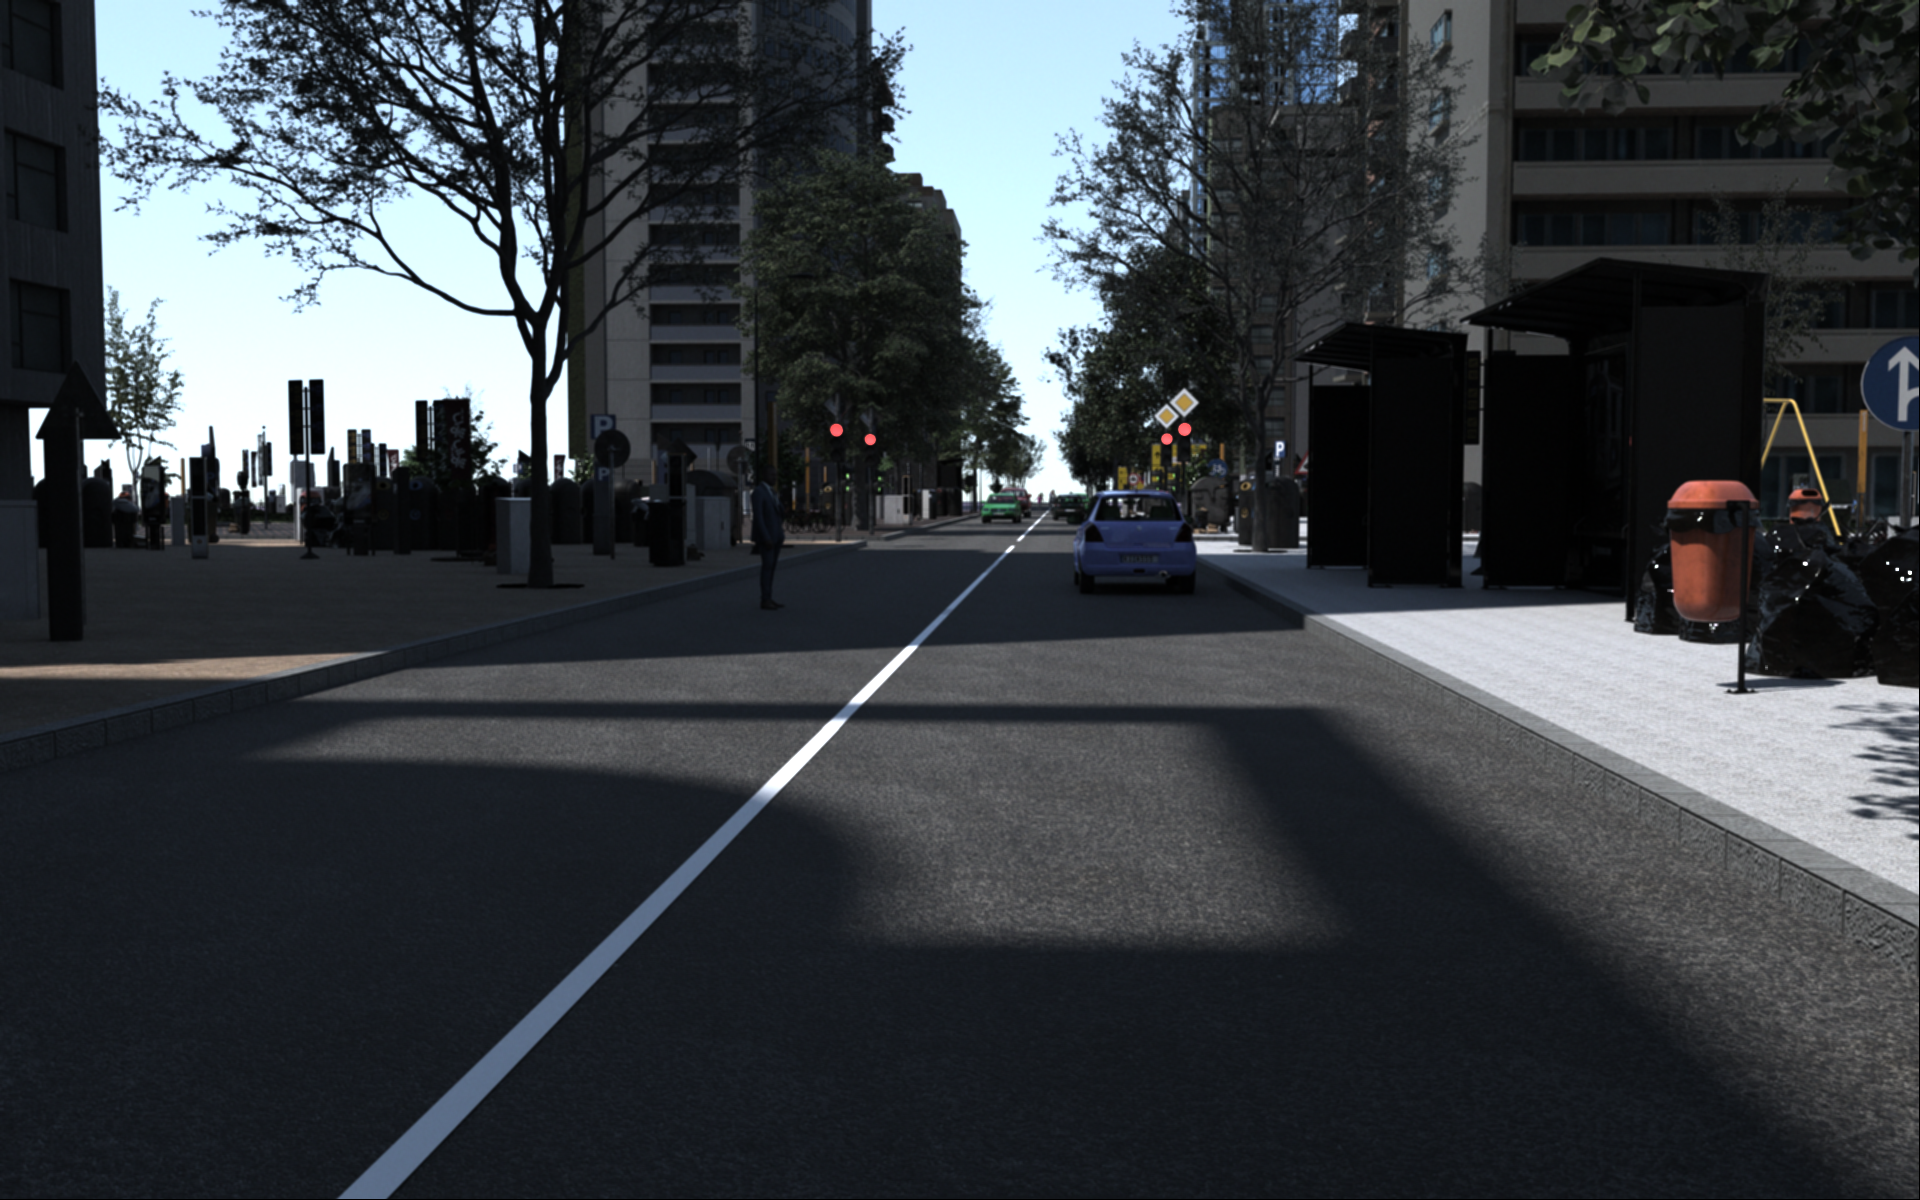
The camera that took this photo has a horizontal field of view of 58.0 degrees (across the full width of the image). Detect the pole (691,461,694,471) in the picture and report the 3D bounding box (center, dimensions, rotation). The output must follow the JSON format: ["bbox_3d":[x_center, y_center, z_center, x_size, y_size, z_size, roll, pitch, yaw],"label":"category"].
[{"bbox_3d":[-15.501,-6.520,100.452,0.158,3.312,0.155,0,3,0],"label":"pole"}]

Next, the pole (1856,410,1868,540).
[{"bbox_3d":[21.873,-2.946,42.009,0.158,3.312,0.155,0,3,0],"label":"pole"}]

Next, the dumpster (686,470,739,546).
[{"bbox_3d":[-6.143,-2.217,42.012,1.264,1.857,1.865,0,4,3],"label":"dumpster"}]

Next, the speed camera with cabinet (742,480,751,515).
[{"bbox_3d":[-13.413,-6.963,108.182,2.038,3.252,0.660,-3,5,-43],"label":"speed camera with cabinet"}]

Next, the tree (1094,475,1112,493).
[{"bbox_3d":[13.857,-10.759,170.516,1.663,3.219,1.824,0,3,0],"label":"tree"}]

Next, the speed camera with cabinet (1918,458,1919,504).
[{"bbox_3d":[23.765,-2.911,41.935,0.660,3.252,2.038,3,5,42],"label":"speed camera with cabinet"}]

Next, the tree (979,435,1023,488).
[{"bbox_3d":[3.979,-14.706,190.797,4.737,8.622,4.395,0,3,0],"label":"tree"}]

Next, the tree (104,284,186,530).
[{"bbox_3d":[-28.981,-6.743,60.607,4.737,8.622,4.395,0,3,0],"label":"tree"}]

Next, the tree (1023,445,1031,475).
[{"bbox_3d":[6.151,-15.550,204.604,4.737,8.622,4.395,0,3,0],"label":"tree"}]

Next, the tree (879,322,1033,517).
[{"bbox_3d":[-1.611,-10.606,99.166,9.928,11.665,9.643,0,3,0],"label":"tree"}]

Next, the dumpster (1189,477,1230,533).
[{"bbox_3d":[8.384,-3.199,58.054,1.264,1.857,1.865,0,4,3],"label":"dumpster"}]

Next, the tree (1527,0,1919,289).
[{"bbox_3d":[4.927,-6.062,5.764,9.857,13.997,8.962,0,3,0],"label":"tree"}]

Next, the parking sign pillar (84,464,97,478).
[{"bbox_3d":[-57.201,-7.562,112.107,1.447,3.967,1.447,0,4,3],"label":"parking sign pillar"}]

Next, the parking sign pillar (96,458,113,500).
[{"bbox_3d":[-64.978,-8.741,131.393,1.447,3.967,1.447,1,4,11],"label":"parking sign pillar"}]

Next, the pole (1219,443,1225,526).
[{"bbox_3d":[10.578,-4.649,69.862,0.158,3.312,0.155,0,3,0],"label":"pole"}]

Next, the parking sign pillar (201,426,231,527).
[{"bbox_3d":[-29.353,-4.847,67.727,1.447,3.967,1.447,-2,4,-26],"label":"parking sign pillar"}]

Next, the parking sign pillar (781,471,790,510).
[{"bbox_3d":[-9.186,-6.014,86.800,1.447,3.967,1.447,-3,4,-36],"label":"parking sign pillar"}]

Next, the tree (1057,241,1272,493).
[{"bbox_3d":[9.040,-9.766,76.682,9.611,12.733,9.660,0,3,0],"label":"tree"}]

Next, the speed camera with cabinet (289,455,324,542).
[{"bbox_3d":[-17.804,-3.234,47.213,0.660,3.252,2.038,-2,4,-29],"label":"speed camera with cabinet"}]

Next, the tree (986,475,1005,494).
[{"bbox_3d":[3.717,-10.865,172.239,1.663,3.219,1.824,0,3,0],"label":"tree"}]

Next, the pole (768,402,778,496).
[{"bbox_3d":[-4.142,-2.721,38.325,0.158,3.312,0.155,0,3,0],"label":"pole"}]

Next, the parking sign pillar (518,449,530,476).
[{"bbox_3d":[-25.906,-7.093,104.439,1.447,3.967,1.447,-2,4,-31],"label":"parking sign pillar"}]

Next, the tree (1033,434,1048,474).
[{"bbox_3d":[10.491,-22.172,288.259,9.928,11.665,9.643,0,3,0],"label":"tree"}]

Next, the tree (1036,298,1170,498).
[{"bbox_3d":[12.984,-18.200,153.456,12.611,20.169,13.585,0,3,0],"label":"tree"}]

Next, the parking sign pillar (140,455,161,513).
[{"bbox_3d":[-56.041,-8.044,119.991,1.447,3.967,1.447,3,5,45],"label":"parking sign pillar"}]

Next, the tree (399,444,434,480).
[{"bbox_3d":[-31.896,-7.306,103.170,4.285,4.588,4.351,0,3,0],"label":"tree"}]

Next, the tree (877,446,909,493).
[{"bbox_3d":[-4.092,-8.048,115.297,4.285,4.588,4.351,0,3,0],"label":"tree"}]

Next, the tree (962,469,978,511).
[{"bbox_3d":[0.690,-8.538,134.196,1.663,3.219,1.824,0,3,0],"label":"tree"}]

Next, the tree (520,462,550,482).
[{"bbox_3d":[-22.338,-5.888,90.873,1.663,3.219,1.824,0,3,0],"label":"tree"}]

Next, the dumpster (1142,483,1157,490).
[{"bbox_3d":[9.666,-4.909,86.021,1.264,1.857,1.865,0,4,3],"label":"dumpster"}]

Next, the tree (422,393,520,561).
[{"bbox_3d":[-9.681,-2.362,33.225,1.663,3.219,1.824,0,3,0],"label":"tree"}]

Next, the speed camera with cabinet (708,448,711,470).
[{"bbox_3d":[-11.358,-4.874,74.028,2.038,3.252,0.660,2,4,30],"label":"speed camera with cabinet"}]

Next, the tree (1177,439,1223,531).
[{"bbox_3d":[8.490,-4.073,61.203,1.663,3.219,1.824,0,3,0],"label":"tree"}]

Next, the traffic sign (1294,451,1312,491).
[{"bbox_3d":[9.382,-2.837,46.382,0.884,2.594,0.081,0,4,5],"label":"traffic sign"}]

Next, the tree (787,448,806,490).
[{"bbox_3d":[-12.173,-8.380,120.724,4.285,4.588,4.351,0,3,0],"label":"tree"}]

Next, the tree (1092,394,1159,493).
[{"bbox_3d":[11.734,-9.996,113.789,4.360,8.622,3.978,0,3,0],"label":"tree"}]

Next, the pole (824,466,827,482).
[{"bbox_3d":[-9.889,-8.177,127.539,0.158,3.312,0.155,0,3,0],"label":"pole"}]

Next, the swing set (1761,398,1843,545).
[{"bbox_3d":[12.438,-1.870,28.191,3.119,2.851,2.862,-1,4,-18],"label":"swing set"}]

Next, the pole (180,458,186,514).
[{"bbox_3d":[-43.831,-6.354,97.729,0.158,3.312,0.155,0,3,0],"label":"pole"}]

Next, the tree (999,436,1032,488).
[{"bbox_3d":[6.041,-16.528,220.589,4.360,8.622,3.978,0,3,0],"label":"tree"}]

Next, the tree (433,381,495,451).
[{"bbox_3d":[-32.414,-9.927,112.664,4.360,8.622,3.978,0,3,0],"label":"tree"}]

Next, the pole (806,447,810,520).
[{"bbox_3d":[-6.160,-4.662,70.070,0.158,3.312,0.155,0,3,0],"label":"pole"}]

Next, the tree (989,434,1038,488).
[{"bbox_3d":[7.239,-18.531,237.399,7.601,10.594,8.767,0,4,2],"label":"tree"}]

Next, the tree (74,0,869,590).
[{"bbox_3d":[-5.735,-6.918,23.473,12.009,13.543,11.850,0,3,0],"label":"tree"}]

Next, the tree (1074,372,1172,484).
[{"bbox_3d":[11.827,-11.457,121.729,8.767,10.594,7.601,-1,4,-16],"label":"tree"}]

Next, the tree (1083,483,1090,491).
[{"bbox_3d":[21.869,-20.458,284.854,4.360,8.622,3.978,0,3,0],"label":"tree"}]

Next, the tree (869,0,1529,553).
[{"bbox_3d":[6.523,-7.781,37.597,12.009,13.543,11.850,0,3,0],"label":"tree"}]

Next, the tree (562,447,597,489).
[{"bbox_3d":[-15.324,-4.696,71.377,1.663,3.219,1.824,0,3,0],"label":"tree"}]

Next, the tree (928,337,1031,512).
[{"bbox_3d":[1.489,-12.698,125.731,7.486,12.596,7.792,0,3,0],"label":"tree"}]

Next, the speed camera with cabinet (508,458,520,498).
[{"bbox_3d":[-24.641,-6.155,94.971,0.660,3.252,2.038,-2,4,-35],"label":"speed camera with cabinet"}]

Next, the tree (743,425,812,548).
[{"bbox_3d":[-4.383,-2.878,41.654,1.663,3.219,1.824,0,3,0],"label":"tree"}]

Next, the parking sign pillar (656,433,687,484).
[{"bbox_3d":[-12.721,-5.381,76.456,1.447,3.967,1.447,0,4,2],"label":"parking sign pillar"}]

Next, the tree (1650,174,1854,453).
[{"bbox_3d":[17.904,-5.447,39.415,4.360,8.622,3.978,0,3,0],"label":"tree"}]

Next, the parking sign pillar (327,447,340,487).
[{"bbox_3d":[-35.805,-6.759,98.989,1.447,3.967,1.447,-2,4,-31],"label":"parking sign pillar"}]

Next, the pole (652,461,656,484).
[{"bbox_3d":[-18.864,-6.911,106.838,0.158,3.312,0.155,0,3,0],"label":"pole"}]
